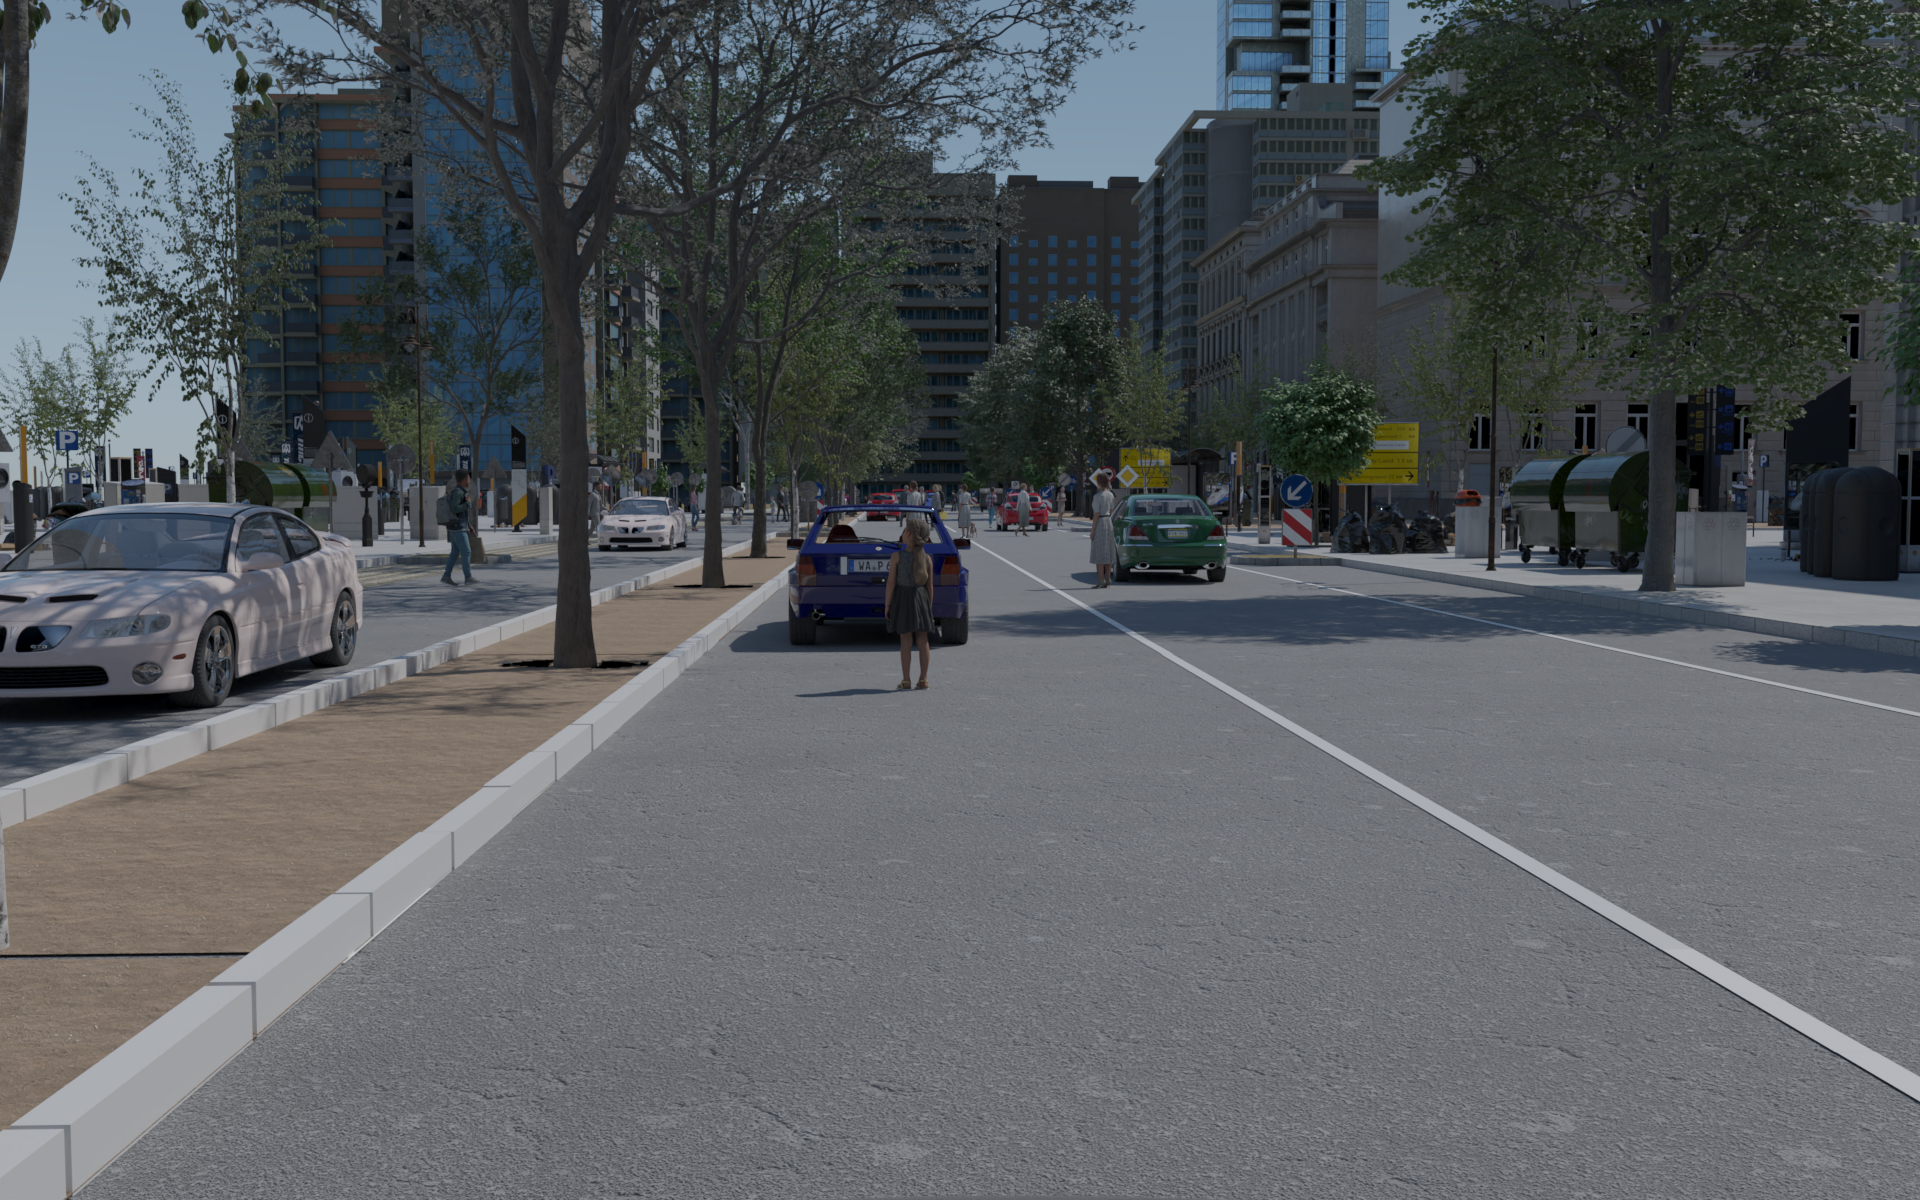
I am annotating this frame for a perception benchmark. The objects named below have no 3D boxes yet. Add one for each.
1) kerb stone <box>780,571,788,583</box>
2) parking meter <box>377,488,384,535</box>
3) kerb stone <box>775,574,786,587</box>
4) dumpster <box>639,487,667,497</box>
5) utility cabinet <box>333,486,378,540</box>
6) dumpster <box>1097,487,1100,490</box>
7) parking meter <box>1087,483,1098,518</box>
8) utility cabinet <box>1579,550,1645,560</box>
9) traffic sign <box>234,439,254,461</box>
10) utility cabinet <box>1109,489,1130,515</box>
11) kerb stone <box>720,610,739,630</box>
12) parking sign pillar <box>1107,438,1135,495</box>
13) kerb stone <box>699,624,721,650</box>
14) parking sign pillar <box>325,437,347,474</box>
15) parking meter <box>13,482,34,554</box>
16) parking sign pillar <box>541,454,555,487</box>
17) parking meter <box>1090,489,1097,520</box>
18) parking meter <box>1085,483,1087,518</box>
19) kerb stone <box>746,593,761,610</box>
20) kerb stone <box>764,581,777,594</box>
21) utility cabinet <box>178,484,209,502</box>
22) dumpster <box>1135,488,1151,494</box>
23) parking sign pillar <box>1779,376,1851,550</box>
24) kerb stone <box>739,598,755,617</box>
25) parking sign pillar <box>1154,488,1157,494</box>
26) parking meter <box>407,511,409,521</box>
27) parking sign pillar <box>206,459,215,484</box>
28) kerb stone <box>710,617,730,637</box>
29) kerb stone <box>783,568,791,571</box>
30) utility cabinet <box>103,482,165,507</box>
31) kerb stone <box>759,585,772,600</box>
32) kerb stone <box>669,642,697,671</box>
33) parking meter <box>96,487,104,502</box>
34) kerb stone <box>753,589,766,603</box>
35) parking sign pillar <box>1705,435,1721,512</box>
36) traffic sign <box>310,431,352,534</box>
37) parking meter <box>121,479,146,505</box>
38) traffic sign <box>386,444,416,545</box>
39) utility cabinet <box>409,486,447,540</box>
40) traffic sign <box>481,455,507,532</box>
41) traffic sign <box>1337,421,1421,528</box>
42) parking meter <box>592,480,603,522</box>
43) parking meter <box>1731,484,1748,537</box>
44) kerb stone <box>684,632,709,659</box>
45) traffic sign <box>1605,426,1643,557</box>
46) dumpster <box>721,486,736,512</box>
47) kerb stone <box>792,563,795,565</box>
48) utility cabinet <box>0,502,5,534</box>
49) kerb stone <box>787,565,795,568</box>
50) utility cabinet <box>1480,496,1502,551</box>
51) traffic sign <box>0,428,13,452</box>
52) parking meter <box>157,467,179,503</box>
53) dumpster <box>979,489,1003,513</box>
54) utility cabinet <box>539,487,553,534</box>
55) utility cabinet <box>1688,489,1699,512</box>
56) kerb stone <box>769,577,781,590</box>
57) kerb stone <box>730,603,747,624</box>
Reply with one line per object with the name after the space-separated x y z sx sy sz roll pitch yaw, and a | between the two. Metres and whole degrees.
-2.835 -0.326 27.572 0.120 0.150 1.000 0 4 -2 | kerb stone
-18.123 -2.782 53.904 0.372 1.533 0.369 0 3 0 | parking meter
-2.797 -0.265 26.549 0.120 0.150 1.000 0 4 -2 | kerb stone
-18.927 -6.367 106.595 1.502 2.255 1.985 0 4 -2 | dumpster
-16.792 -2.411 48.101 1.173 1.500 0.318 -1 4 -19 | utility cabinet
8.963 -6.616 113.935 1.264 1.857 1.865 0 4 -2 | dumpster
6.822 -5.052 88.310 0.399 1.863 0.255 0 4 7 | parking meter
12.489 -1.499 33.187 1.173 1.500 0.318 0 4 6 | utility cabinet
-16.825 -2.481 40.560 0.884 2.594 0.081 0 4 3 | traffic sign
7.296 -4.384 80.354 1.173 1.500 0.318 -1 4 -22 | utility cabinet
-2.471 0.238 18.357 0.120 0.150 1.000 0 4 -2 | kerb stone
7.814 -5.850 84.119 1.447 3.967 1.447 2 4 30 | parking sign pillar
-2.382 0.361 16.298 0.120 0.150 1.000 0 4 -2 | kerb stone
-29.682 -5.712 81.863 1.447 3.967 1.447 0 4 5 | parking sign pillar
-20.232 -1.774 37.414 0.372 1.533 0.369 0 3 0 | parking meter
-27.708 -7.835 116.567 1.447 3.967 1.447 1 4 9 | parking sign pillar
6.598 -4.723 85.633 0.372 1.533 0.369 0 3 0 | parking meter
6.822 -5.300 92.366 0.255 1.863 0.399 -1 4 -13 | parking meter
-2.596 0.049 21.436 0.120 0.150 1.000 0 4 -2 | kerb stone
-2.723 -0.140 24.507 0.120 0.150 1.000 0 4 -2 | kerb stone
-17.183 -1.818 38.411 0.318 1.500 1.173 3 5 43 | utility cabinet
9.191 -5.370 90.286 1.502 2.255 1.985 0 4 -2 | dumpster
19.686 -3.140 39.811 1.447 3.967 1.447 2 4 24 | parking sign pillar
-2.551 0.109 20.407 0.120 0.150 1.000 0 4 -2 | kerb stone
15.436 -9.180 138.566 1.447 3.967 1.447 1 4 19 | parking sign pillar
-26.268 -4.714 82.787 0.255 1.863 0.399 -2 4 -26 | parking meter
-42.357 -6.758 98.965 1.447 3.967 1.447 -3 5 -44 | parking sign pillar
-2.433 0.305 17.328 0.120 0.150 1.000 0 4 -2 | kerb stone
-2.887 -0.389 28.593 0.120 0.150 1.000 0 4 -2 | kerb stone
-14.869 -1.381 31.255 0.318 1.500 1.173 1 4 16 | utility cabinet
-2.676 -0.074 23.486 0.120 0.150 1.000 0 4 -2 | kerb stone
-2.305 0.488 14.255 0.120 0.150 1.000 0 4 -2 | kerb stone
-45.552 -5.259 91.702 0.255 1.863 0.399 -1 4 -17 | parking meter
-2.641 -0.011 22.457 0.120 0.150 1.000 0 4 -2 | kerb stone
34.605 -5.576 79.641 1.447 3.967 1.447 1 4 15 | parking sign pillar
-12.928 -2.176 35.582 0.884 2.594 0.081 0 4 5 | traffic sign
-13.673 -1.239 28.677 0.372 1.533 0.369 0 3 0 | parking meter
-14.171 -2.681 43.937 0.768 2.556 0.104 0 4 1 | traffic sign
-14.718 -2.399 47.895 1.173 1.500 0.318 2 4 32 | utility cabinet
-15.551 -3.537 57.835 0.884 2.594 0.081 0 4 2 | traffic sign
11.761 -3.354 48.707 2.265 3.308 0.079 0 4 6 | traffic sign
-14.730 -3.959 70.434 0.399 1.863 0.255 1 4 10 | parking meter
19.877 -2.188 44.181 0.372 1.533 0.369 0 3 0 | parking meter
-2.345 0.423 15.277 0.120 0.150 1.000 0 4 -2 | kerb stone
12.431 -1.978 32.445 0.768 2.556 0.104 0 4 1 | traffic sign
-16.960 -7.377 126.368 1.264 1.857 1.865 0 4 -2 | dumpster
-2.977 -0.513 30.642 0.120 0.150 1.000 0 4 -2 | kerb stone
-30.355 -2.808 54.594 0.318 1.500 1.173 -2 4 -24 | utility cabinet
-2.933 -0.453 29.621 0.120 0.150 1.000 0 4 -2 | kerb stone
12.158 -1.742 39.643 0.306 1.237 1.020 0 4 8 | utility cabinet
-12.424 -1.343 21.958 0.884 2.594 0.081 0 4 6 | traffic sign
-16.883 -1.910 36.947 0.399 1.863 0.255 -1 4 -19 | parking meter
2.410 -7.752 134.955 1.865 1.857 1.264 0 4 -4 | dumpster
-13.198 -2.844 55.174 0.318 1.500 1.173 0 4 -8 | utility cabinet
30.290 -3.852 71.656 0.318 1.500 1.173 1 4 13 | utility cabinet
-2.764 -0.204 25.528 0.120 0.150 1.000 0 4 -2 | kerb stone
-2.509 0.174 19.381 0.120 0.150 1.000 0 4 -2 | kerb stone
